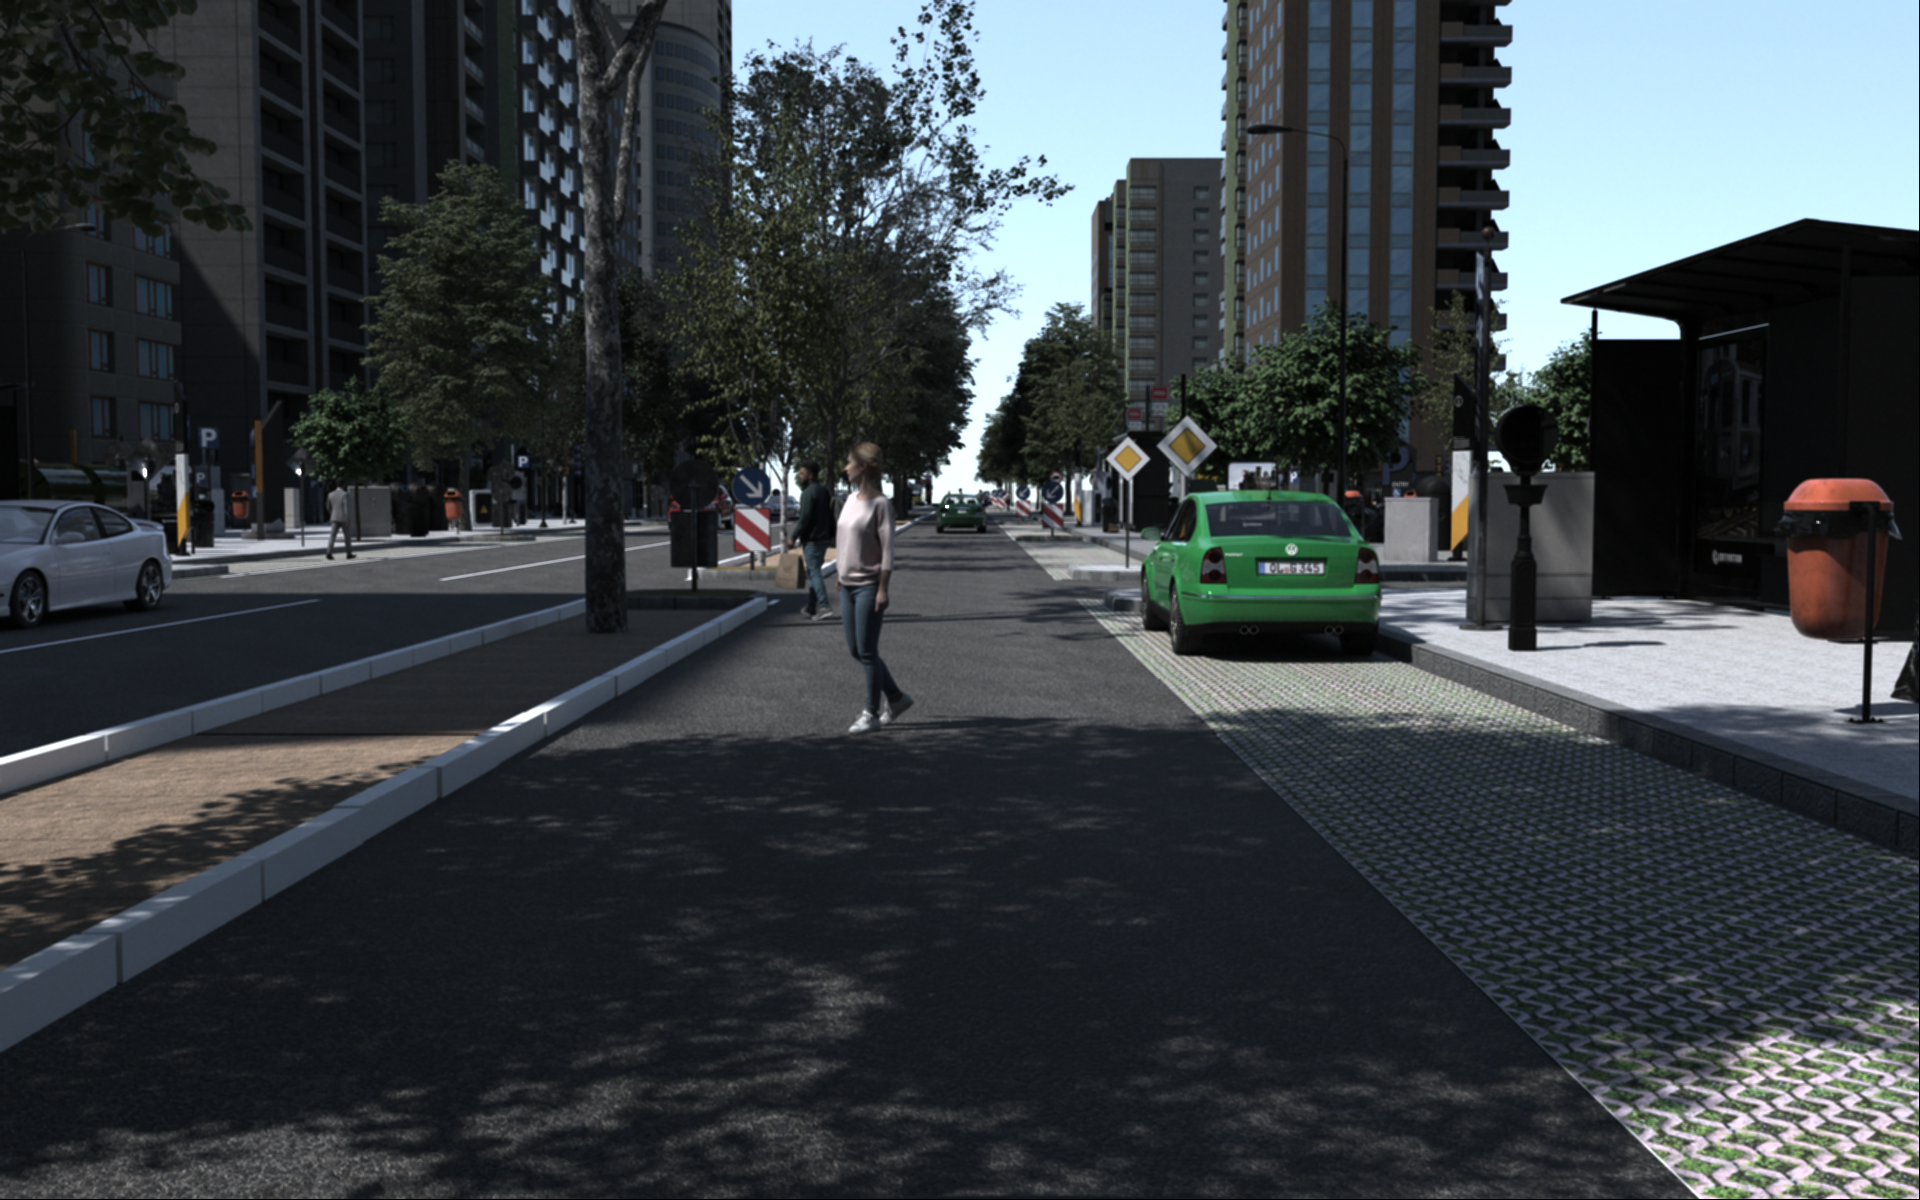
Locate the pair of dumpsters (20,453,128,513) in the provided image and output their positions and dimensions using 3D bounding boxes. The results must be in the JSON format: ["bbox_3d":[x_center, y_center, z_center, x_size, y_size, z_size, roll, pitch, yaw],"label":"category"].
[{"bbox_3d":[-20.513,-2.280,39.777,1.574,2.255,4.437,0,4,0],"label":"pair of dumpsters"}]

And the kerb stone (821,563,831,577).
[{"bbox_3d":[-2.428,-0.525,30.772,0.120,0.150,1.000,0,4,0],"label":"kerb stone"}]

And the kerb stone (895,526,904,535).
[{"bbox_3d":[-2.298,-2.649,65.606,0.120,0.150,1.000,0,4,0],"label":"kerb stone"}]

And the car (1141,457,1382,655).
[{"bbox_3d":[2.787,-0.484,16.713,1.959,1.807,4.718,0,4,0],"label":"car"}]

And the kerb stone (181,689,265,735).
[{"bbox_3d":[-4.599,0.700,10.757,0.120,0.150,1.000,0,4,0],"label":"kerb stone"}]

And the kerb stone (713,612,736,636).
[{"bbox_3d":[-2.463,0.263,17.894,0.120,0.150,1.000,0,4,0],"label":"kerb stone"}]

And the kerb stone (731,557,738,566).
[{"bbox_3d":[-4.516,-0.712,33.836,0.120,0.150,1.000,0,4,0],"label":"kerb stone"}]

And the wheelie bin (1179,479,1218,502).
[{"bbox_3d":[5.058,-1.750,36.514,0.980,1.594,0.693,-2,4,-24],"label":"wheelie bin"}]

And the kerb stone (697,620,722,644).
[{"bbox_3d":[-2.474,0.330,16.868,0.120,0.150,1.000,0,4,0],"label":"kerb stone"}]

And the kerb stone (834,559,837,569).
[{"bbox_3d":[-2.411,-0.649,32.820,0.120,0.150,1.000,0,4,0],"label":"kerb stone"}]

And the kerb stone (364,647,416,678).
[{"bbox_3d":[-4.586,0.512,13.824,0.120,0.150,1.000,0,4,0],"label":"kerb stone"}]

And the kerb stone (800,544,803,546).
[{"bbox_3d":[-4.459,-1.589,48.176,0.120,0.150,1.000,0,4,0],"label":"kerb stone"}]

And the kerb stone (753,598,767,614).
[{"bbox_3d":[-2.460,0.075,20.986,0.120,0.150,1.000,0,4,0],"label":"kerb stone"}]

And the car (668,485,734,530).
[{"bbox_3d":[-10.422,-3.748,69.950,2.281,1.827,5.304,0,4,1],"label":"car"}]

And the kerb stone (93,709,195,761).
[{"bbox_3d":[-4.602,0.762,9.735,0.120,0.150,1.000,0,4,0],"label":"kerb stone"}]

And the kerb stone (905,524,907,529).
[{"bbox_3d":[-2.279,-2.844,68.696,0.120,0.150,1.000,0,4,0],"label":"kerb stone"}]

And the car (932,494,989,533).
[{"bbox_3d":[0.026,-3.229,64.595,2.131,1.459,4.920,0,4,-1],"label":"car"}]

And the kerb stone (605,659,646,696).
[{"bbox_3d":[-2.482,0.579,12.755,0.120,0.150,1.000,0,4,0],"label":"kerb stone"}]

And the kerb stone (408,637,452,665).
[{"bbox_3d":[-4.585,0.451,14.846,0.120,0.150,1.000,0,4,0],"label":"kerb stone"}]

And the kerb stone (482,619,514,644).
[{"bbox_3d":[-4.569,0.324,16.901,0.120,0.150,1.000,0,4,0],"label":"kerb stone"}]

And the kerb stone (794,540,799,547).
[{"bbox_3d":[-4.470,-1.463,46.116,0.120,0.150,1.000,0,4,0],"label":"kerb stone"}]

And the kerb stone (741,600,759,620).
[{"bbox_3d":[-2.462,0.140,19.949,0.120,0.150,1.000,0,4,0],"label":"kerb stone"}]

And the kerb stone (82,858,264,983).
[{"bbox_3d":[-2.511,1.017,5.572,0.120,0.150,1.000,0,4,0],"label":"kerb stone"}]

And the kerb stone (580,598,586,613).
[{"bbox_3d":[-4.559,0.074,20.991,0.120,0.150,1.000,0,4,0],"label":"kerb stone"}]

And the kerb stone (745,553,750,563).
[{"bbox_3d":[-4.499,-0.835,35.882,0.120,0.150,1.000,0,4,0],"label":"kerb stone"}]

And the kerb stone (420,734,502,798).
[{"bbox_3d":[-2.499,0.829,8.659,0.120,0.150,1.000,0,4,0],"label":"kerb stone"}]

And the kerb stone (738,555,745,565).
[{"bbox_3d":[-4.506,-0.771,34.858,0.120,0.150,1.000,0,4,0],"label":"kerb stone"}]

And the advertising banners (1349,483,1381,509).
[{"bbox_3d":[17.034,-4.664,72.444,2.074,3.025,0.090,-2,4,-23],"label":"advertising banners"}]

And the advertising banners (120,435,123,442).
[{"bbox_3d":[-25.554,-3.451,52.613,0.090,3.025,2.074,-2,4,-33],"label":"advertising banners"}]

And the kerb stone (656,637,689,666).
[{"bbox_3d":[-2.481,0.452,14.804,0.120,0.150,1.000,0,4,0],"label":"kerb stone"}]

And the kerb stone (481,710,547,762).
[{"bbox_3d":[-2.507,0.766,9.686,0.120,0.150,1.000,0,4,0],"label":"kerb stone"}]

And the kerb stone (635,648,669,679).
[{"bbox_3d":[-2.485,0.519,13.782,0.120,0.150,1.000,0,4,0],"label":"kerb stone"}]

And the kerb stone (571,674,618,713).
[{"bbox_3d":[-2.498,0.644,11.733,0.120,0.150,1.000,0,4,0],"label":"kerb stone"}]

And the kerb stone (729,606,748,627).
[{"bbox_3d":[-2.466,0.201,18.916,0.120,0.150,1.000,0,4,0],"label":"kerb stone"}]

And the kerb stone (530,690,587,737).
[{"bbox_3d":[-2.495,0.702,10.711,0.120,0.150,1.000,0,4,0],"label":"kerb stone"}]

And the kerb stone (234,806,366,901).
[{"bbox_3d":[-2.509,0.959,6.600,0.120,0.150,1.000,0,4,0],"label":"kerb stone"}]

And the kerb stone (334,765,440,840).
[{"bbox_3d":[-2.517,0.891,7.626,0.120,0.150,1.000,0,4,0],"label":"kerb stone"}]

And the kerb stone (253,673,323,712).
[{"bbox_3d":[-4.600,0.637,11.780,0.120,0.150,1.000,0,4,0],"label":"kerb stone"}]

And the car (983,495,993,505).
[{"bbox_3d":[3.436,-10.915,191.034,1.945,1.354,3.894,0,4,1],"label":"car"}]

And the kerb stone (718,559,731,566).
[{"bbox_3d":[-4.519,-0.647,32.813,0.120,0.150,1.000,0,4,0],"label":"kerb stone"}]

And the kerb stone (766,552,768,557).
[{"bbox_3d":[-4.499,-1.023,38.948,0.120,0.150,1.000,0,4,0],"label":"kerb stone"}]

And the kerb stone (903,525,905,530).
[{"bbox_3d":[-2.289,-2.716,66.640,0.120,0.150,1.000,0,4,0],"label":"kerb stone"}]

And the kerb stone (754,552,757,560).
[{"bbox_3d":[-4.497,-0.900,36.904,0.120,0.150,1.000,0,4,0],"label":"kerb stone"}]

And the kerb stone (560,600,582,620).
[{"bbox_3d":[-4.556,0.139,19.969,0.120,0.150,1.000,0,4,0],"label":"kerb stone"}]

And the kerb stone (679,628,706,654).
[{"bbox_3d":[-2.478,0.392,15.833,0.120,0.150,1.000,0,4,0],"label":"kerb stone"}]

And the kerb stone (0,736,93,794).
[{"bbox_3d":[-4.605,0.825,8.704,0.120,0.150,1.000,0,4,0],"label":"kerb stone"}]

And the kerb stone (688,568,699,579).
[{"bbox_3d":[-4.529,-0.460,29.727,0.120,0.150,1.000,0,4,0],"label":"kerb stone"}]

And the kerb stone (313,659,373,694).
[{"bbox_3d":[-4.592,0.576,12.802,0.120,0.150,1.000,0,4,0],"label":"kerb stone"}]

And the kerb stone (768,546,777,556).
[{"bbox_3d":[-4.497,-1.150,40.992,0.120,0.150,1.000,0,4,0],"label":"kerb stone"}]

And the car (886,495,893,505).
[{"bbox_3d":[-6.861,-9.389,166.087,1.945,1.354,3.894,0,3,0],"label":"car"}]

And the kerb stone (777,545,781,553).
[{"bbox_3d":[-4.479,-1.212,42.014,0.120,0.150,1.000,0,4,0],"label":"kerb stone"}]

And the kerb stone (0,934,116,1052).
[{"bbox_3d":[-2.521,1.079,4.549,0.120,0.150,1.000,0,4,0],"label":"kerb stone"}]

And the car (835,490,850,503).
[{"bbox_3d":[-10.261,-8.495,147.565,2.281,1.827,5.304,0,4,-1],"label":"car"}]

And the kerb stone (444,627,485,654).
[{"bbox_3d":[-4.582,0.387,15.875,0.120,0.150,1.000,0,4,0],"label":"kerb stone"}]

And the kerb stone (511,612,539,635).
[{"bbox_3d":[-4.571,0.261,17.923,0.120,0.150,1.000,0,4,0],"label":"kerb stone"}]

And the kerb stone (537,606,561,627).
[{"bbox_3d":[-4.568,0.204,18.946,0.120,0.150,1.000,0,4,0],"label":"kerb stone"}]

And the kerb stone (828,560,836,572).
[{"bbox_3d":[-2.418,-0.587,31.794,0.120,0.150,1.000,0,4,0],"label":"kerb stone"}]
